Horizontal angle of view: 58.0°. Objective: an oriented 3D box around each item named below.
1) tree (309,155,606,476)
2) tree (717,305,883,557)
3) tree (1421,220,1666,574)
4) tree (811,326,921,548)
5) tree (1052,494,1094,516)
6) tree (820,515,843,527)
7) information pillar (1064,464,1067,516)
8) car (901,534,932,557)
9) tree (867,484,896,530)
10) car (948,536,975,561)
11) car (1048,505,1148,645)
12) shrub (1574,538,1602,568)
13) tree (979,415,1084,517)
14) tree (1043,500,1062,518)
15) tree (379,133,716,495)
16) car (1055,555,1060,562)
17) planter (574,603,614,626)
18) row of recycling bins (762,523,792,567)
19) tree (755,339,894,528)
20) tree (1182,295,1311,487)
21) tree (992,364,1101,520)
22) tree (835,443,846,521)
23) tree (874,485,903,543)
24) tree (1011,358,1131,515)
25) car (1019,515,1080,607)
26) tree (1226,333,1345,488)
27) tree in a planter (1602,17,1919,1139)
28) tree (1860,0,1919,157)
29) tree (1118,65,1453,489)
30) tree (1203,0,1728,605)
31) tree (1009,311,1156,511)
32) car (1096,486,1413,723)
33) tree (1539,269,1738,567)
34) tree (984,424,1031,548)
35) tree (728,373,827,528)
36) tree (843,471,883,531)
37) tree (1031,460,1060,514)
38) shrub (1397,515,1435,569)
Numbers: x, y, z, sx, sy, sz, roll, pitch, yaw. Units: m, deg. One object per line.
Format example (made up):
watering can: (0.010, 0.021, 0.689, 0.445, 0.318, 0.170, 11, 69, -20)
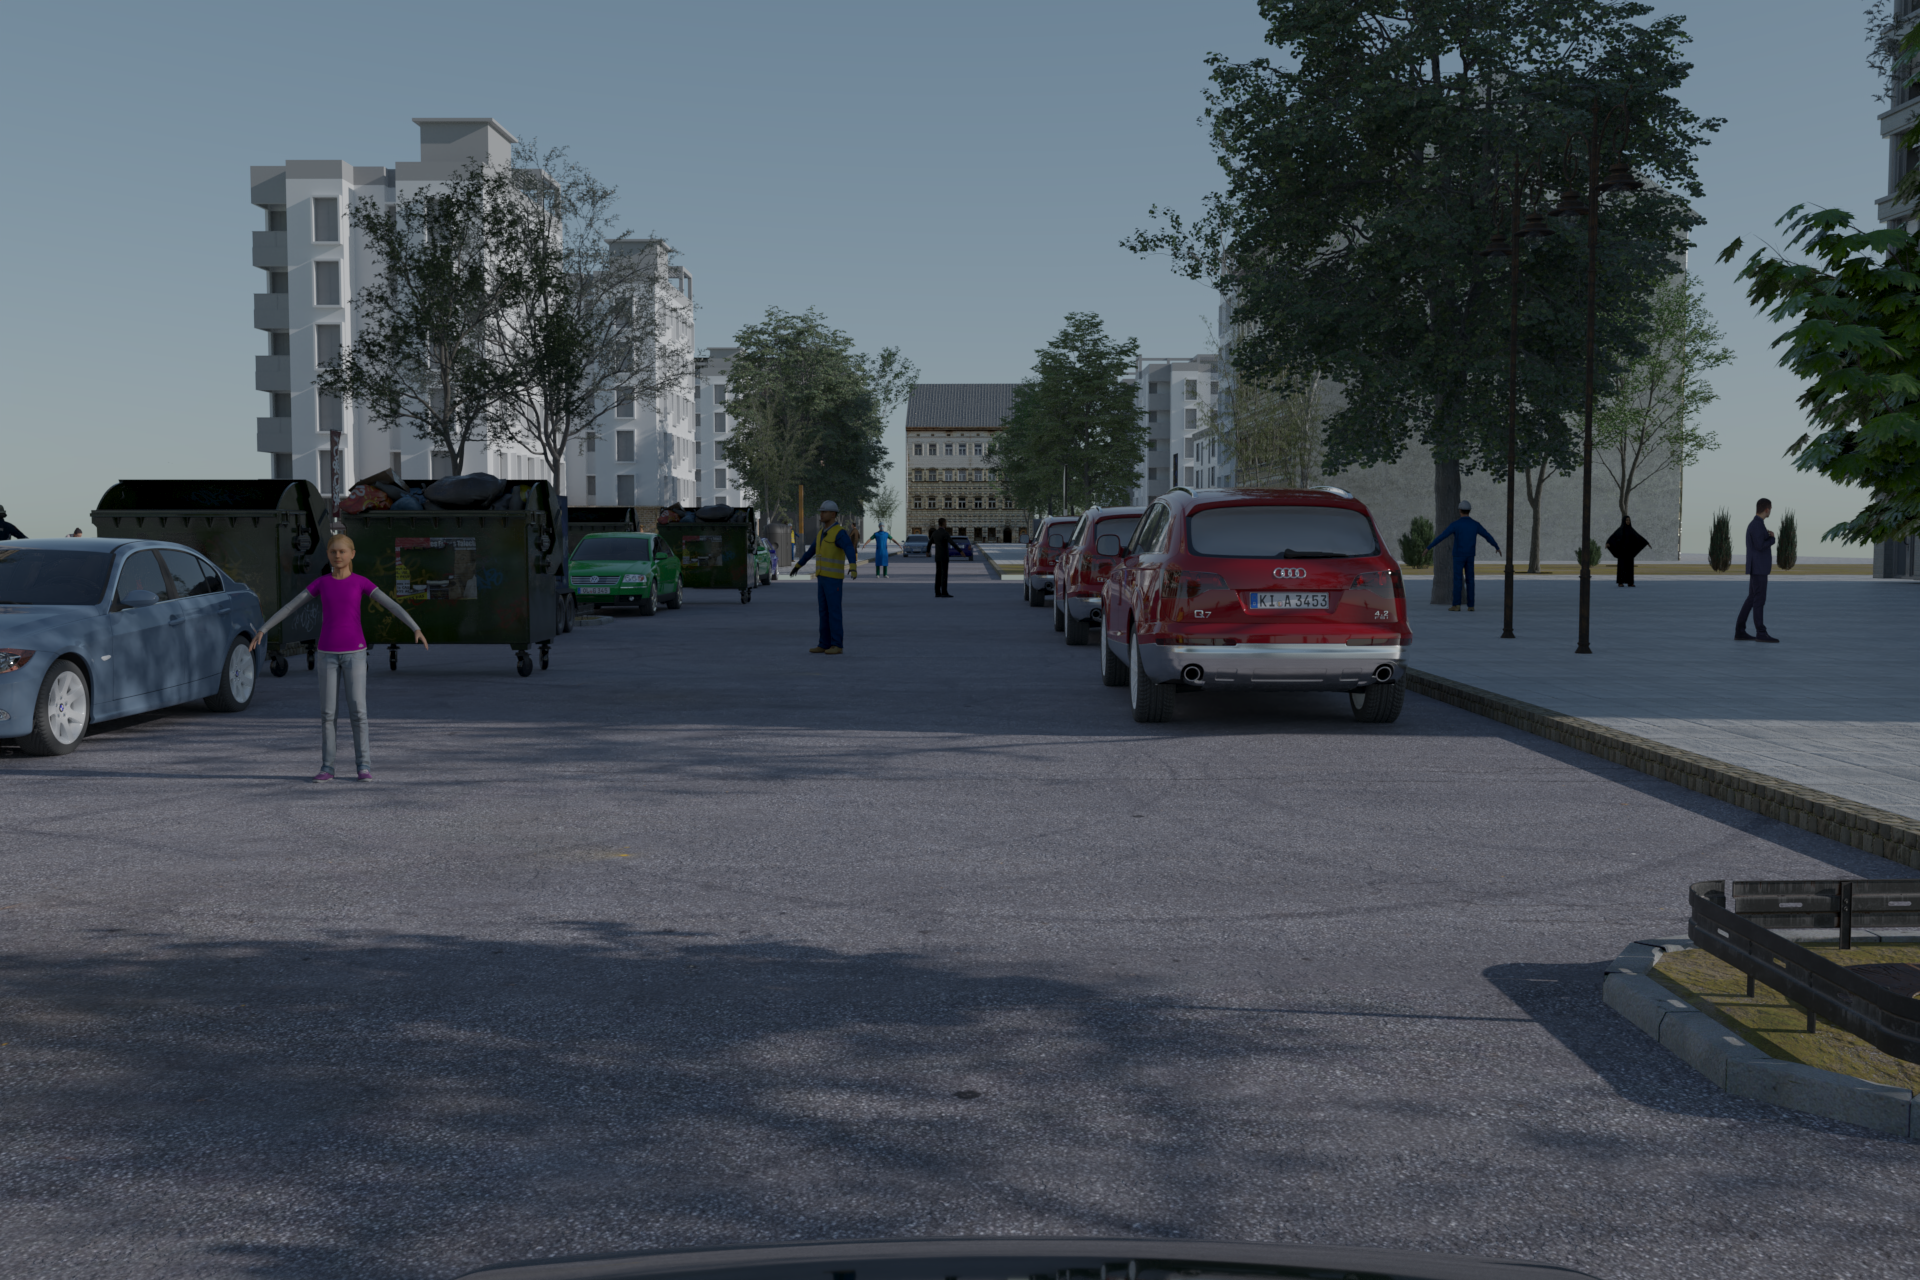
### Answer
tree: (-11.993, -6.579, 41.972, 8.767, 10.594, 7.601, 2, 4, 32)
tree: (-8.864, -11.522, 95.046, 9.857, 13.997, 8.962, 0, 3, 0)
tree: (18.565, -7.953, 55.790, 9.928, 11.665, 9.643, 0, 3, 0)
tree: (-10.845, -18.539, 158.994, 12.611, 20.169, 13.585, 0, 3, 0)
tree: (16.536, -20.337, 250.642, 7.486, 12.596, 7.792, 0, 3, 0)
tree: (-9.337, -11.353, 135.984, 4.360, 8.622, 3.978, 0, 3, 0)
information pillar: (3.563, -4.110, 58.546, 0.183, 3.616, 0.504, 0, 4, -1)
car: (-2.646, -5.880, 108.143, 2.014, 1.417, 4.499, 0, 3, 0)
tree: (-11.250, -18.135, 246.876, 4.737, 8.622, 4.395, 0, 3, 0)
car: (-0.140, -4.952, 93.541, 1.945, 1.354, 3.894, 0, 3, 0)
car: (2.378, -0.928, 23.842, 2.281, 1.827, 5.304, 0, 4, 1)
shrub: (23.937, -3.355, 65.964, 1.383, 1.207, 1.383, 0, 3, 0)
tree: (5.885, -11.642, 124.763, 8.767, 10.594, 7.601, -1, 4, -19)
tree: (6.652, -12.005, 146.650, 4.360, 8.622, 3.978, 0, 3, 0)
tree: (-12.555, -8.750, 53.432, 12.009, 13.543, 11.850, 0, 3, 0)
car: (2.718, -1.089, 29.605, 2.131, 1.459, 4.920, 0, 4, 0)
planter: (-6.630, -0.401, 27.697, 1.991, 0.319, 1.994, 0, 4, 0)
row of recycling bins: (-7.209, -3.758, 68.549, 1.069, 1.692, 3.534, 0, 4, 0)
tree: (-8.614, -12.550, 111.845, 9.857, 13.997, 8.962, 0, 3, 0)
tree: (9.029, -6.298, 53.337, 4.360, 8.622, 3.978, 0, 3, 0)
tree: (5.978, -12.011, 114.501, 7.486, 12.596, 7.792, 0, 3, 0)
tree: (-9.567, -10.884, 128.321, 4.360, 8.622, 3.978, 0, 3, 0)
tree: (-9.902, -18.408, 251.326, 4.360, 8.622, 3.978, 0, 3, 0)
tree: (6.513, -10.752, 101.556, 9.928, 11.665, 9.643, 0, 3, 0)
car: (2.376, -1.649, 35.640, 2.281, 1.827, 5.304, 0, 4, 0)
tree: (11.705, -6.668, 59.386, 4.360, 8.622, 3.978, 0, 3, 0)
tree in a planter: (2.961, -0.465, 4.825, 1.991, 3.239, 1.994, 0, 4, 0)
tree: (9.233, -6.180, 11.409, 12.009, 13.543, 11.850, 0, 3, 0)
tree: (12.902, -13.205, 71.798, 12.611, 20.169, 13.585, 0, 3, 0)
tree: (8.947, -7.620, 31.242, 9.857, 13.997, 8.962, 0, 3, 0)
tree: (6.357, -10.451, 88.996, 7.486, 12.596, 7.792, 0, 3, 0)
car: (2.336, -0.368, 14.695, 2.281, 1.827, 5.304, 0, 4, 1)
tree: (26.157, -8.691, 67.853, 9.928, 11.665, 9.643, 0, 3, 0)
tree: (6.052, -14.073, 155.841, 9.928, 11.665, 9.643, 0, 3, 0)
tree: (-9.043, -7.928, 79.986, 4.360, 8.622, 3.978, 0, 3, 0)
tree: (-9.223, -12.007, 146.671, 4.360, 8.622, 3.978, 0, 3, 0)
tree: (6.180, -11.244, 134.199, 4.360, 8.622, 3.978, 0, 3, 0)
shrub: (16.970, -3.637, 63.885, 1.690, 2.028, 1.600, 0, 3, 0)
